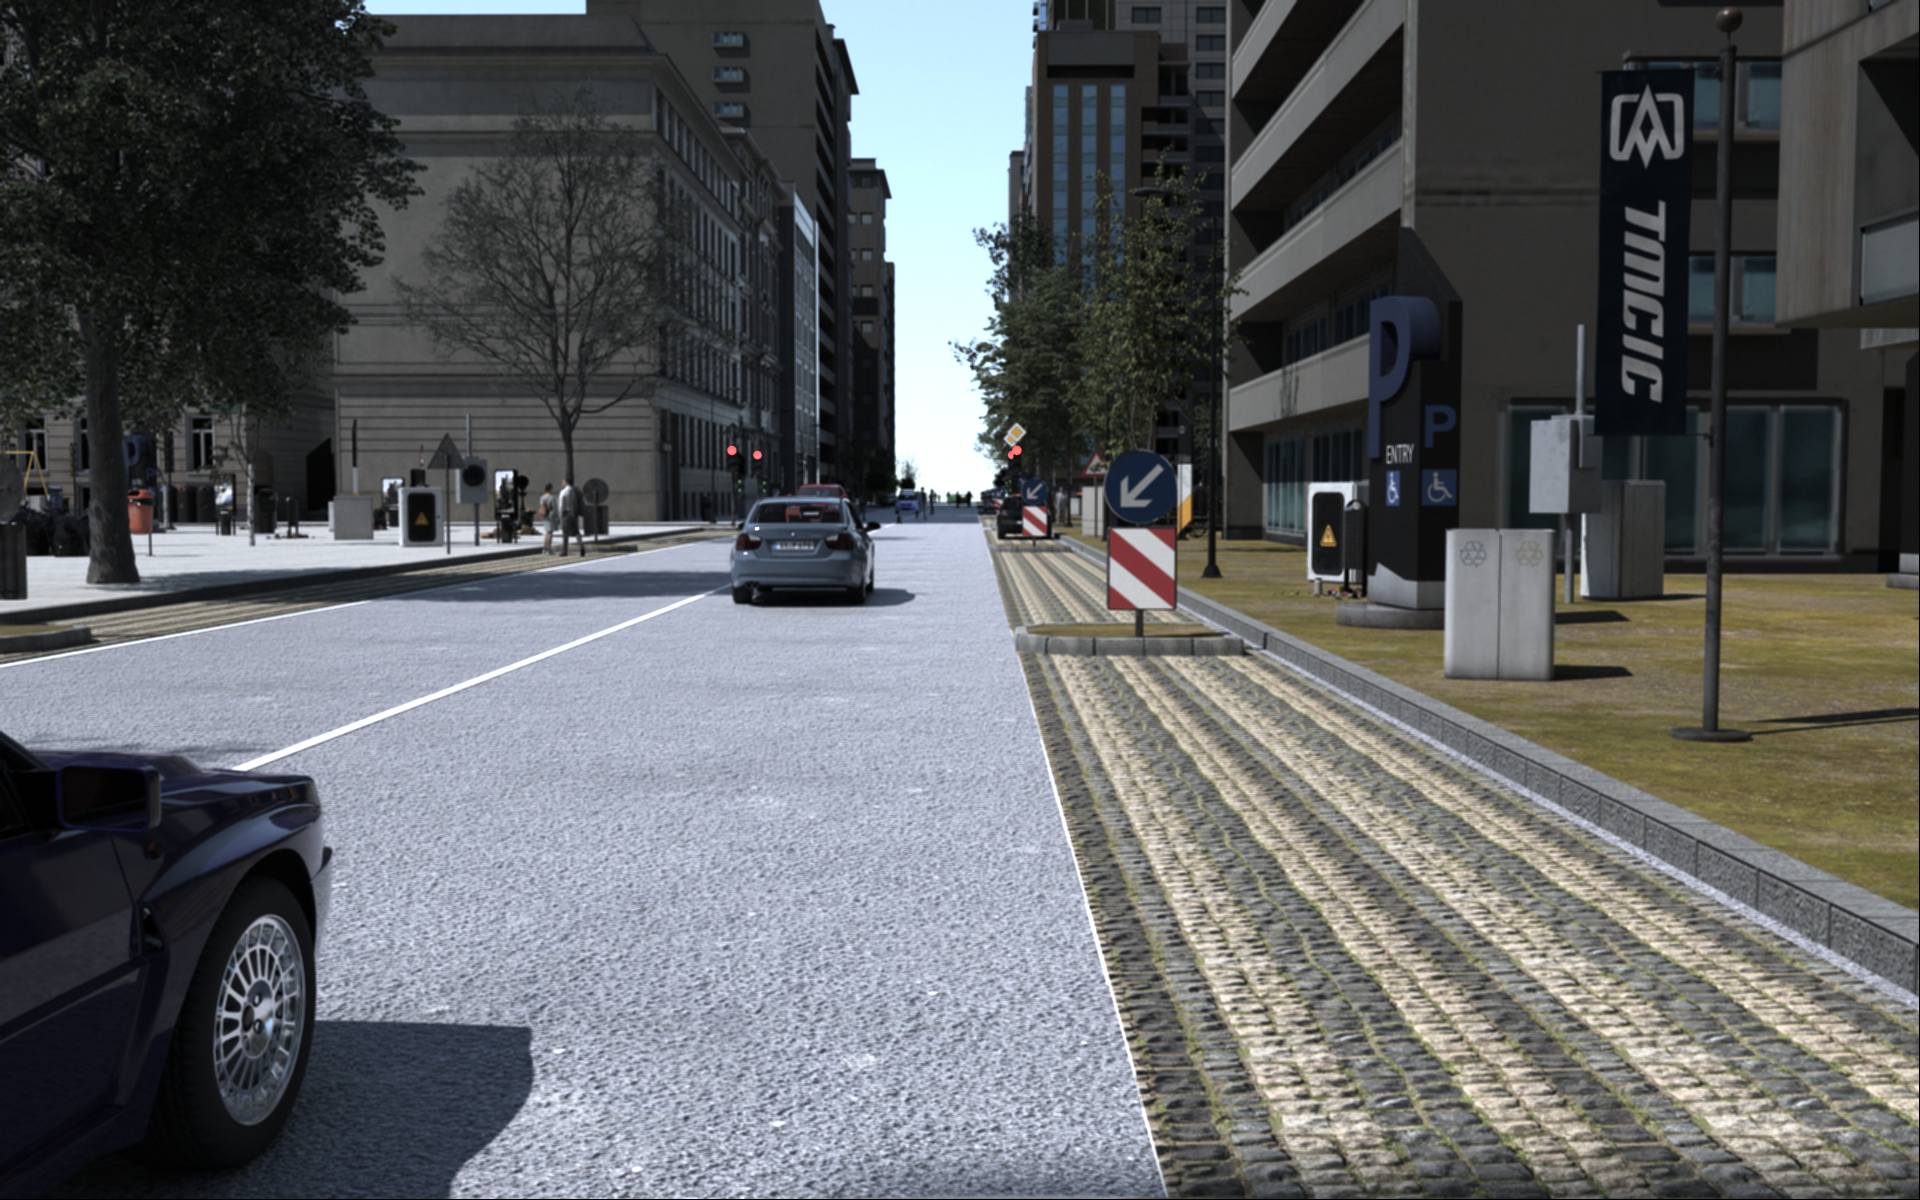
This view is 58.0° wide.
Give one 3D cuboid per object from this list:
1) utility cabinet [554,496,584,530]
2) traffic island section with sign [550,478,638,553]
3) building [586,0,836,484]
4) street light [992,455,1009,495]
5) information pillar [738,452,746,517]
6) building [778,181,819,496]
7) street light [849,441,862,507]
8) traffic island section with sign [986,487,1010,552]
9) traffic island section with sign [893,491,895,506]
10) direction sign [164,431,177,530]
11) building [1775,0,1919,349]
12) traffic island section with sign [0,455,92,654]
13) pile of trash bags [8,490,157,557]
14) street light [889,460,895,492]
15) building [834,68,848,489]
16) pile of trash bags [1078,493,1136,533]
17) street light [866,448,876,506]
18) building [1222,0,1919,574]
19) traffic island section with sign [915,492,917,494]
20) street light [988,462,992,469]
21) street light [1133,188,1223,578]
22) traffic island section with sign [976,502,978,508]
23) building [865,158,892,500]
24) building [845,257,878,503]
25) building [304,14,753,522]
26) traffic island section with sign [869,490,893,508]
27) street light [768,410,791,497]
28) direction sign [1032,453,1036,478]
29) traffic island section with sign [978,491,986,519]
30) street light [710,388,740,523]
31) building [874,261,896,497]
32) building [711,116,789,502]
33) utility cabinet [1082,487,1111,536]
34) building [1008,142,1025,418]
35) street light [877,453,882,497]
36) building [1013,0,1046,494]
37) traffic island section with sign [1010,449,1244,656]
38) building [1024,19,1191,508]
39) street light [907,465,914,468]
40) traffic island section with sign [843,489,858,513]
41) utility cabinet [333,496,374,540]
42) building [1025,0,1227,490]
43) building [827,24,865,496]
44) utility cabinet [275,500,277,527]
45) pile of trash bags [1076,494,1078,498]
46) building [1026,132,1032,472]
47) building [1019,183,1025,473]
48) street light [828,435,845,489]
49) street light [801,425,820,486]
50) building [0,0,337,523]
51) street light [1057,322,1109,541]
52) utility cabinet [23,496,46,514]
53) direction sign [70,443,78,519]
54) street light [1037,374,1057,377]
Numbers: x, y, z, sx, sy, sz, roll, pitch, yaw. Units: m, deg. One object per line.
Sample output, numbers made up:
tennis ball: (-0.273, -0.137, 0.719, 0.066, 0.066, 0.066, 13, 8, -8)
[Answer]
utility cabinet: (-14.030, -3.124, 62.242, 1.020, 1.237, 0.306, 0, 4, -3)
traffic island section with sign: (-9.103, -2.105, 43.042, 1.989, 1.847, 2.006, 0, 4, 0)
building: (-23.103, -32.873, 161.167, 21.300, 48.544, 21.600, 0, 4, 0)
street light: (4.833, -14.329, 206.814, 1.470, 5.913, 1.316, 0, 4, 0)
information pillar: (-11.968, -6.337, 94.969, 0.504, 3.616, 0.183, 1, 4, 23)
building: (-18.397, -19.756, 141.028, 12.078, 24.808, 19.932, 0, 4, 0)
street light: (-9.651, -10.990, 152.224, 1.470, 5.913, 1.316, 0, 4, 0)
traffic island section with sign: (1.722, -2.110, 43.125, 1.989, 1.847, 2.006, 0, 4, 0)
traffic island section with sign: (-7.871, -11.823, 201.939, 1.989, 1.847, 2.006, 0, 4, 0)
direction sign: (-28.390, -4.296, 62.234, 0.379, 3.537, 0.876, 0, 4, -6)
building: (14.066, -20.036, 11.189, 14.154, 41.232, 14.086, 0, 4, 0)
traffic island section with sign: (-9.310, -0.456, 16.087, 1.989, 1.847, 2.006, 0, 4, 0)
pile of trash bags: (-18.185, -1.608, 36.050, 3.447, 1.369, 1.912, 1, 4, 17)
street light: (-9.136, -14.781, 214.210, 1.470, 5.913, 1.316, 0, 4, 0)
building: (-19.088, -32.383, 179.572, 14.600, 45.320, 14.200, 0, 4, 0)
pile of trash bags: (4.908, -2.810, 55.691, 1.912, 1.369, 3.447, 0, 4, 1)
street light: (-9.465, -12.291, 173.504, 1.470, 5.913, 1.316, 0, 4, 0)
building: (17.938, -25.262, 36.731, 21.300, 48.544, 21.600, 0, 4, 0)
traffic island section with sign: (-7.224, -16.920, 285.273, 1.989, 1.847, 2.006, 0, 4, 0)
street light: (5.130, -16.953, 249.717, 1.470, 5.913, 1.316, 0, 4, 0)
street light: (3.328, -3.297, 26.447, 1.470, 5.913, 1.316, 0, 4, 0)
traffic island section with sign: (2.352, -7.147, 125.482, 1.989, 1.847, 2.006, 0, 4, 0)
building: (-25.614, -41.907, 274.411, 28.713, 52.752, 27.495, 0, 4, 0)
building: (-28.083, -34.059, 248.749, 32.217, 40.220, 23.993, 0, 4, 0)
building: (-20.880, -15.823, 91.987, 16.112, 22.955, 30.059, 0, 4, 0)
traffic island section with sign: (-8.086, -10.138, 174.389, 1.989, 1.847, 2.006, 0, 4, 0)
street light: (-10.056, -7.539, 95.808, 1.470, 5.913, 1.316, 0, 4, 0)
direction sign: (4.108, -6.357, 95.939, 0.379, 3.537, 0.876, 1, 4, 14)
traffic island section with sign: (2.146, -5.477, 98.169, 1.989, 1.847, 2.006, 0, 4, 0)
street light: (-10.272, -6.308, 75.670, 1.470, 5.913, 1.316, 0, 4, 0)
building: (-18.402, -37.490, 296.561, 14.154, 41.232, 14.086, 0, 4, 0)
building: (-19.829, -20.285, 119.052, 14.401, 28.519, 23.554, 0, 4, 0)
utility cabinet: (4.153, -2.684, 52.563, 0.318, 1.500, 1.173, -2, 4, -29)
building: (18.689, -46.079, 295.385, 21.231, 58.520, 28.212, 0, 4, 0)
street light: (-9.449, -13.549, 194.072, 1.470, 5.913, 1.316, 0, 4, 0)
building: (18.788, -58.207, 264.348, 22.319, 86.520, 31.000, 0, 4, 0)
traffic island section with sign: (1.509, -0.461, 16.171, 1.989, 1.847, 2.006, 0, 4, 0)
building: (13.965, -31.519, 165.452, 14.600, 45.320, 14.200, 0, 4, 0)
street light: (-8.514, -19.799, 296.254, 1.470, 5.913, 1.316, 0, 4, 0)
traffic island section with sign: (-8.451, -7.164, 125.761, 1.989, 1.847, 2.006, 0, 4, 0)
utility cabinet: (-16.971, -2.282, 48.476, 1.020, 1.237, 0.306, -1, 4, -14)
building: (17.404, -45.490, 182.009, 20.563, 71.187, 20.611, 0, 4, 0)
building: (-26.644, -37.368, 200.212, 28.713, 52.752, 27.495, 0, 4, 0)
utility cabinet: (-27.434, -3.483, 68.105, 1.020, 1.237, 0.306, -3, 5, -45)
pile of trash bags: (9.828, -6.935, 123.147, 3.447, 1.369, 1.912, 2, 4, 29)
building: (19.264, -36.023, 208.587, 23.786, 49.044, 30.456, 0, 4, 0)
building: (15.343, -36.263, 243.009, 14.600, 45.320, 14.200, 0, 4, 0)
street light: (-9.838, -10.071, 137.202, 1.470, 5.913, 1.316, 0, 4, 0)
street light: (-10.085, -8.790, 116.259, 1.470, 5.913, 1.316, 0, 4, 0)
building: (-41.731, -18.202, 83.502, 20.117, 28.700, 13.634, 0, 4, 0)
street light: (3.456, -4.546, 46.870, 1.470, 5.913, 1.316, 0, 4, 0)
utility cabinet: (-40.459, -3.947, 75.690, 1.020, 1.237, 0.306, 1, 4, 19)
direction sign: (-39.212, -5.181, 76.703, 0.379, 3.537, 0.876, -3, 5, -43)
street light: (3.685, -5.778, 67.008, 1.470, 5.913, 1.316, 0, 4, 0)
